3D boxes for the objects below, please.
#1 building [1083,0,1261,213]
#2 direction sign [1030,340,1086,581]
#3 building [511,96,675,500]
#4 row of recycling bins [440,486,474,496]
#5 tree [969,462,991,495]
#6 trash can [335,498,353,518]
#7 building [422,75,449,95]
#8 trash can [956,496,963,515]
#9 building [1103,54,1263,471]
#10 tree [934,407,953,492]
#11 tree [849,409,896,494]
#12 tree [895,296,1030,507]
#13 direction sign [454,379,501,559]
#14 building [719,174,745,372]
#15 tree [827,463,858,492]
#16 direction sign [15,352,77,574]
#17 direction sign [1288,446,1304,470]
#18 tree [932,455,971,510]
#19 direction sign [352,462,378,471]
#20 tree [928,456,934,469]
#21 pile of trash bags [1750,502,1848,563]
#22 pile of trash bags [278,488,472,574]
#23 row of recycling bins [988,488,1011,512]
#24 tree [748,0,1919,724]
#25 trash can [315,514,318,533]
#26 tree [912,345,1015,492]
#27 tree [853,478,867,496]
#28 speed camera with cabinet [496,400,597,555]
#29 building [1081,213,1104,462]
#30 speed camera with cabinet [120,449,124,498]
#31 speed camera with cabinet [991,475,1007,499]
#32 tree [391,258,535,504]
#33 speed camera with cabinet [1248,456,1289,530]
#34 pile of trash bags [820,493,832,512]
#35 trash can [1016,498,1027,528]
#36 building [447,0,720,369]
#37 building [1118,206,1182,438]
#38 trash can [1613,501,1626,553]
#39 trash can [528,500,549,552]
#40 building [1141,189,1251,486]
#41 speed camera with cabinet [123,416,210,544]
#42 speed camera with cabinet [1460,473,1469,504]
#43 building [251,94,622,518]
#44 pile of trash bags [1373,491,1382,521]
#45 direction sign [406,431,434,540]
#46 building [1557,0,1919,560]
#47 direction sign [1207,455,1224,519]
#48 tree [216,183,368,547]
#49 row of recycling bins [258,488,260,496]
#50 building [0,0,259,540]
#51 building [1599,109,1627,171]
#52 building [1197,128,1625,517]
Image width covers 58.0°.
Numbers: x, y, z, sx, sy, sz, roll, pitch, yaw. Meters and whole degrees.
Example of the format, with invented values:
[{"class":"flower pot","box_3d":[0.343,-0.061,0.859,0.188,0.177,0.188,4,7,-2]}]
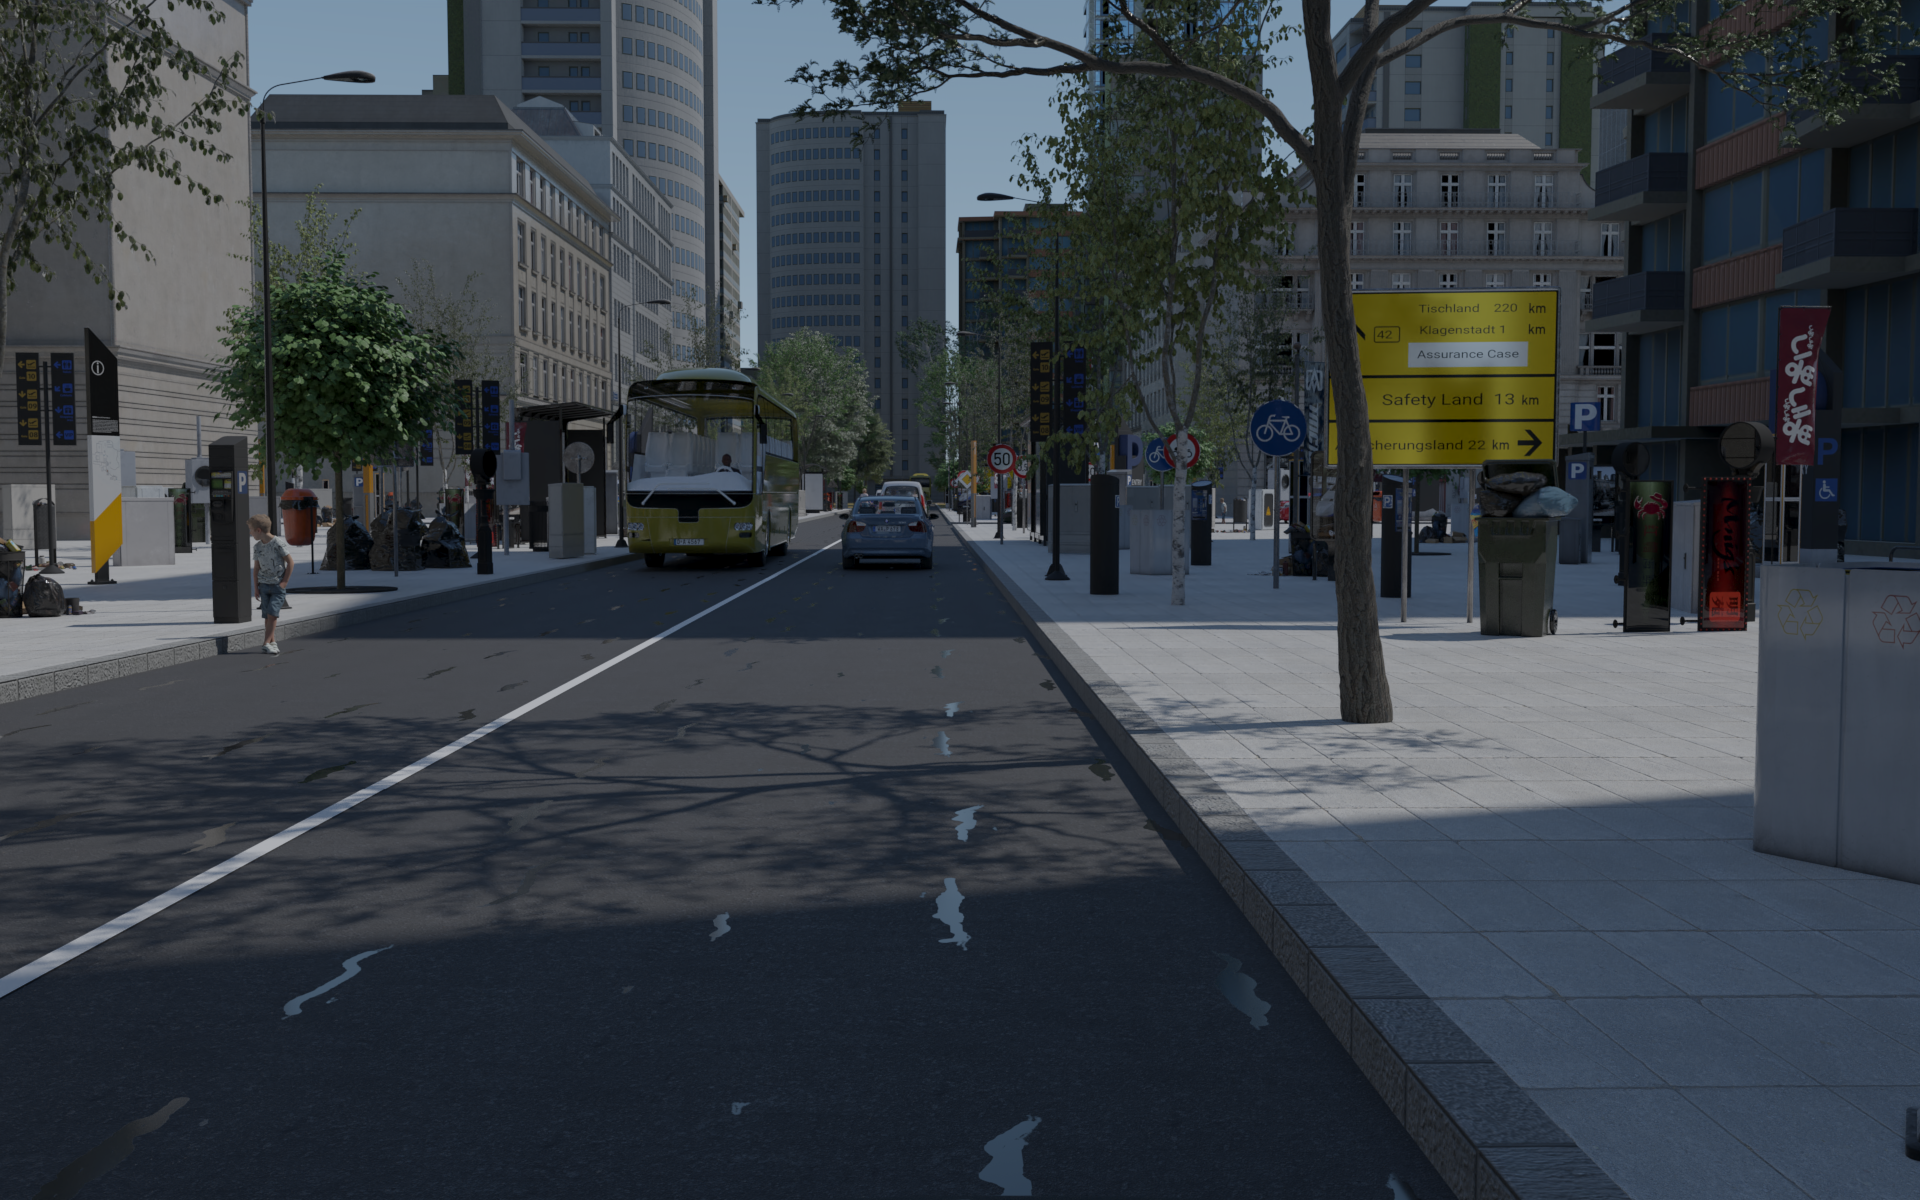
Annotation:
[{"class":"building","box_3d":[22.934,-54.303,200.523,22.319,86.520,31.000,0,4,-1]},{"class":"direction sign","box_3d":[1.455,-2.064,25.750,0.876,3.537,0.379,2,4,24]},{"class":"building","box_3d":[-30.349,-22.016,137.449,11.434,29.767,29.804,0,4,-1]},{"class":"row of recycling bins","box_3d":[-26.036,-5.042,89.542,1.069,1.692,3.534,0,4,3]},{"class":"tree","box_3d":[1.191,-6.722,104.504,1.663,3.219,1.824,0,3,0]},{"class":"trash can","box_3d":[-24.804,-3.552,69.732,0.748,1.137,0.748,0,3,0]},{"class":"building","box_3d":[-60.551,-35.555,205.033,21.600,48.544,21.300,0,4,-1]},{"class":"trash can","box_3d":[0.100,-5.904,108.186,0.748,1.137,0.748,0,3,0]},{"class":"building","box_3d":[20.557,-29.448,165.063,14.154,41.232,14.086,0,4,-1]},{"class":"tree","box_3d":[0.927,-9.985,113.616,4.360,8.622,3.978,0,3,0]},{"class":"tree","box_3d":[-11.954,-18.937,227.739,7.486,12.596,7.792,0,3,0]},{"class":"tree","box_3d":[0.517,-18.895,164.825,12.611,20.169,13.585,0,3,0]},{"class":"direction sign","box_3d":[-9.574,-2.595,34.426,0.876,3.537,0.379,-2,4,-27]},{"class":"building","box_3d":[-37.651,-31.081,200.057,23.993,40.220,32.217,0,4,-1]},{"class":"tree","box_3d":[-11.561,-11.376,169.712,4.285,4.588,4.351,0,3,0]},{"class":"direction sign","box_3d":[-14.639,-2.190,27.808,0.876,3.537,0.379,0,4,-7]},{"class":"direction sign","box_3d":[16.042,-5.526,82.345,0.876,3.537,0.379,1,4,11]},{"class":"tree","box_3d":[-0.346,-9.722,142.661,4.285,4.588,4.351,0,3,0]},{"class":"direction sign","box_3d":[-20.405,-4.122,59.388,0.876,3.537,0.379,0,4,0]},{"class":"tree","box_3d":[-1.623,-16.463,219.534,4.360,8.622,3.978,0,3,0]},{"class":"pile of trash bags","box_3d":[15.358,-1.363,32.033,1.912,1.369,3.447,2,4,23]},{"class":"pile of trash bags","box_3d":[-9.974,-1.185,29.120,1.912,1.369,3.447,2,4,26]},{"class":"row of recycling bins","box_3d":[2.974,-7.043,122.260,1.069,1.692,3.534,-2,4,-26]},{"class":"tree","box_3d":[2.020,-4.604,9.683,7.601,10.594,8.767,2,4,32]},{"class":"trash can","box_3d":[-20.378,-2.592,54.040,0.748,1.137,0.748,0,3,0]},{"class":"tree","box_3d":[0.230,-11.994,121.857,9.928,11.665,9.643,0,3,0]},{"class":"tree","box_3d":[-11.719,-12.944,206.243,1.663,3.219,1.824,0,3,0]},{"class":"speed camera with cabinet","box_3d":[-8.753,-2.588,36.653,2.038,3.252,0.660,-1,4,-13]},{"class":"building","box_3d":[19.315,-24.938,179.440,14.160,30.474,14.107,0,4,-1]},{"class":"speed camera with cabinet","box_3d":[-29.718,-4.080,61.049,0.660,3.252,2.038,3,5,42]},{"class":"speed camera with cabinet","box_3d":[2.361,-5.610,86.063,0.660,3.252,2.038,3,5,40]},{"class":"tree","box_3d":[-16.058,-6.314,53.600,4.360,8.622,3.978,0,3,0]},{"class":"speed camera with cabinet","box_3d":[11.073,-4.135,61.938,0.660,3.252,2.038,3,4,39]},{"class":"pile of trash bags","box_3d":[-10.380,-7.274,128.684,1.912,1.369,3.447,1,4,13]},{"class":"trash can","box_3d":[2.353,-3.282,65.315,0.748,1.137,0.748,0,3,0]},{"class":"building","box_3d":[-35.526,-38.273,167.755,21.231,58.520,28.212,0,4,-1]},{"class":"building","box_3d":[22.011,-18.811,140.845,16.112,22.955,30.059,0,4,-1]},{"class":"trash can","box_3d":[14.178,-1.527,36.622,0.748,1.137,0.748,0,3,0]},{"class":"trash can","box_3d":[-9.317,-1.652,38.668,0.748,1.137,0.748,0,3,0]},{"class":"building","box_3d":[18.550,-16.067,117.439,10.420,20.320,16.860,0,4,-1]},{"class":"speed camera with cabinet","box_3d":[-19.688,-2.999,43.377,2.038,3.252,0.660,-3,5,-41]},{"class":"speed camera with cabinet","box_3d":[33.518,-7.456,116.240,0.660,3.252,2.038,-2,4,-28]},{"class":"building","box_3d":[-31.644,-16.787,107.751,16.112,22.955,30.059,0,4,-1]},{"class":"pile of trash bags","box_3d":[12.025,-2.700,53.899,1.912,1.369,3.447,-2,4,-33]},{"class":"direction sign","box_3d":[-15.025,-3.422,47.948,0.876,3.537,0.379,-1,4,-12]},{"class":"building","box_3d":[28.254,-23.626,40.909,22.147,44.769,28.867,0,4,-1]},{"class":"direction sign","box_3d":[13.407,-6.054,90.987,0.876,3.537,0.379,2,4,27]},{"class":"tree","box_3d":[-15.940,-5.590,41.756,4.737,8.622,4.395,0,3,0]},{"class":"row of recycling bins","box_3d":[-36.063,-4.867,86.692,3.534,1.692,1.069,3,5,39]},{"class":"building","box_3d":[-33.105,-13.201,52.001,21.152,22.565,11.583,0,4,-1]},{"class":"building","box_3d":[48.825,-17.239,99.883,19.932,24.808,12.078,0,4,-1]},{"class":"building","box_3d":[26.676,-15.841,100.797,24.055,21.916,13.314,0,4,-1]}]
